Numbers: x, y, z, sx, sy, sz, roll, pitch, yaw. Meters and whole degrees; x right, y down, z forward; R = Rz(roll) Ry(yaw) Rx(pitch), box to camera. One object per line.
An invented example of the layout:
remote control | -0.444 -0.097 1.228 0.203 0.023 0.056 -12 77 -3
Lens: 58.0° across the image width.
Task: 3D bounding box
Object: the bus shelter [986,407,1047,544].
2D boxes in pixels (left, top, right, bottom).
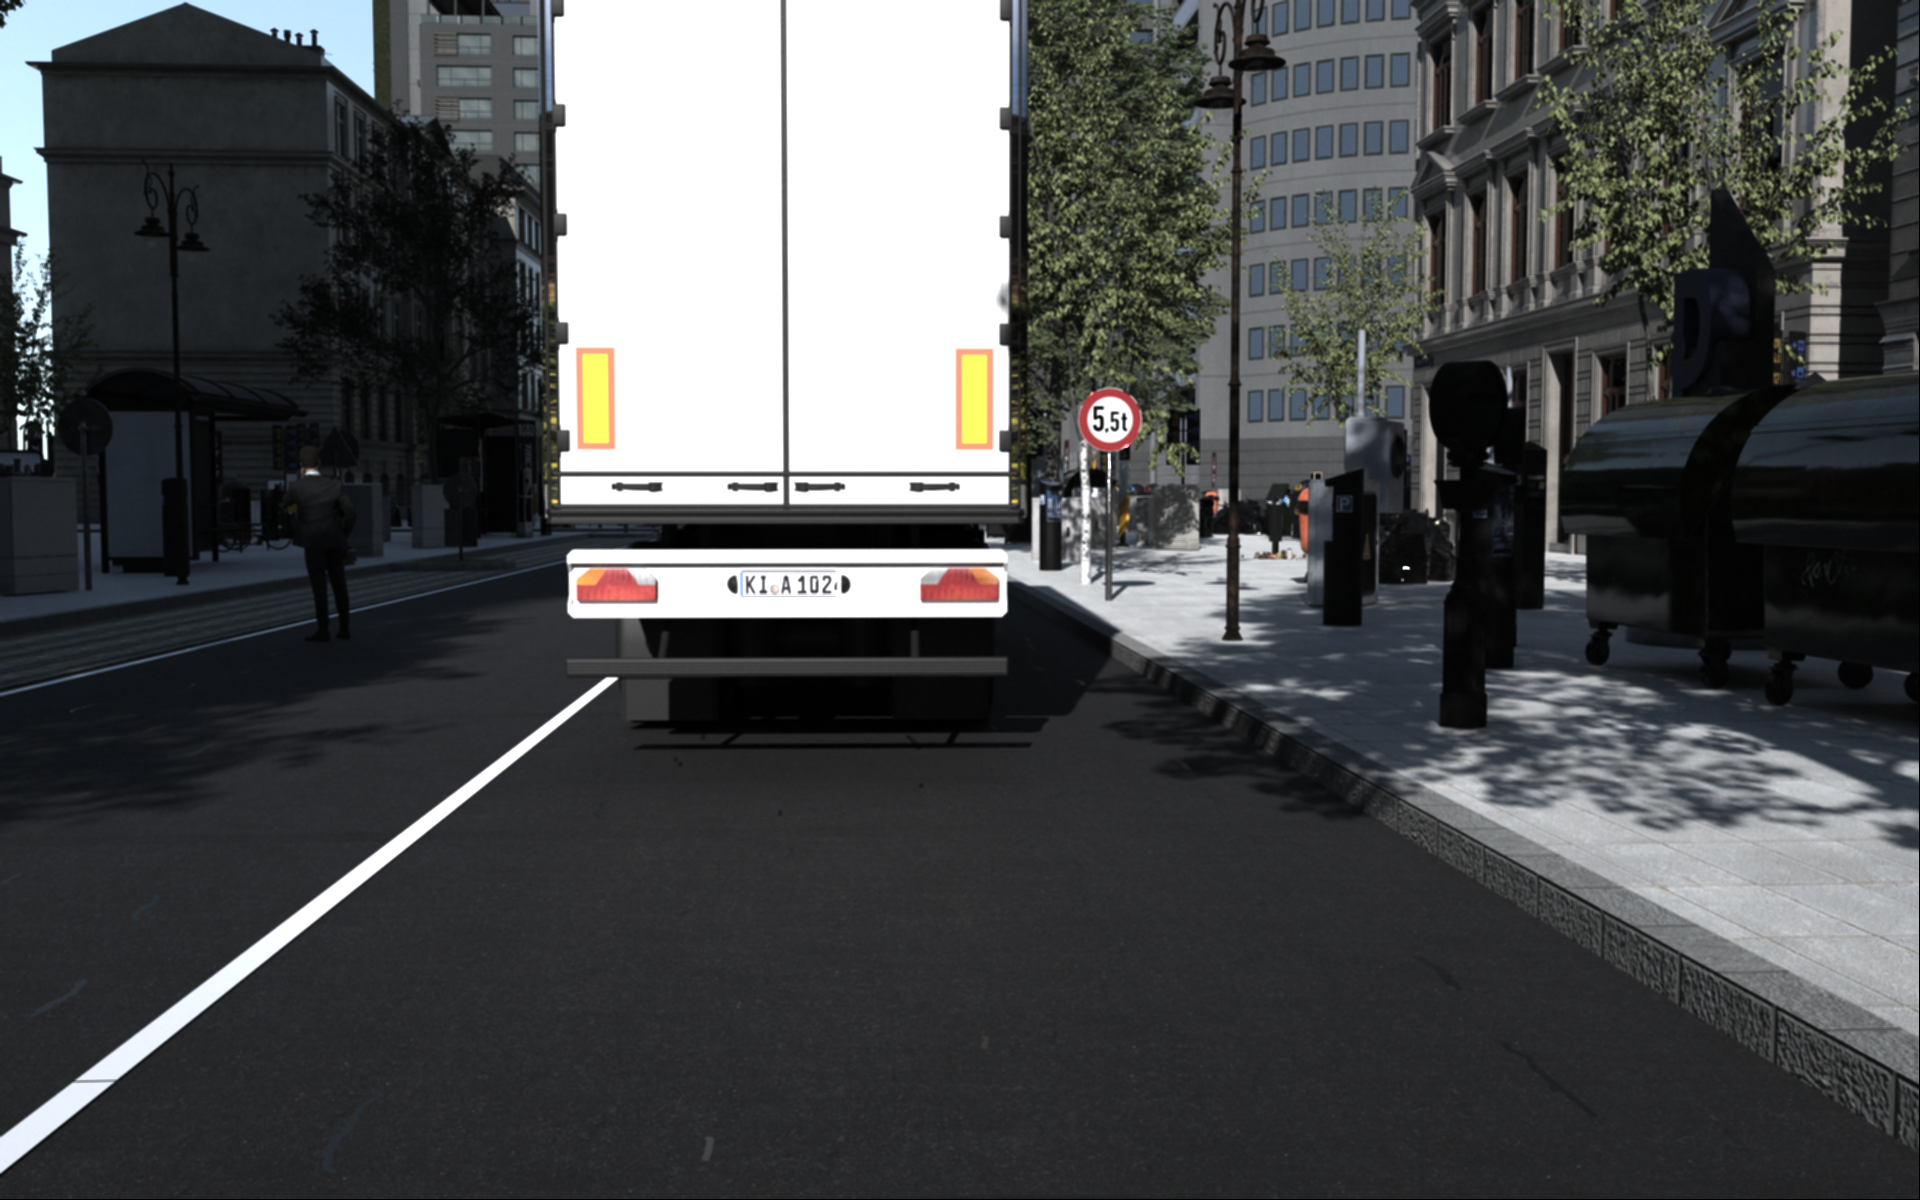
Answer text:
bus shelter | 1.464 -3.445 47.607 1.731 3.624 6.357 0 4 -4

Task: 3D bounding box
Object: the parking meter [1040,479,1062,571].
parking meter | 1.526 -1.268 29.135 0.372 1.533 0.369 0 3 0

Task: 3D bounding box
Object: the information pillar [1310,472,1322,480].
information pillar | 11.995 -3.298 58.413 0.304 2.012 0.304 -1 4 -17

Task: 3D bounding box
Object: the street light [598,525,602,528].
street light | -13.676 -5.678 65.615 0.468 5.910 1.993 0 4 -4

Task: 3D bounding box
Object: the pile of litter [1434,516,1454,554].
pile of litter | 9.483 -1.199 33.566 1.176 0.858 1.719 0 4 2

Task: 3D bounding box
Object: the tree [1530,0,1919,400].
tree | 8.573 -4.295 20.579 4.737 8.622 4.395 0 3 0

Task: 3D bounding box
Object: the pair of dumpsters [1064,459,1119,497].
pair of dumpsters | 3.447 -2.839 48.916 1.574 2.255 4.437 0 4 -3

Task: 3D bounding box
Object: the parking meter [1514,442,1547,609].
parking meter | 6.350 -0.834 19.345 0.255 1.863 0.399 0 4 -6

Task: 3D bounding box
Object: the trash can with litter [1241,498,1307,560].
trash can with litter | 6.494 -1.450 34.767 1.678 1.210 2.233 1 4 18

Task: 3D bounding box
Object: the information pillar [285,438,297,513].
information pillar | -27.432 -4.868 70.950 0.504 3.616 0.183 0 4 6

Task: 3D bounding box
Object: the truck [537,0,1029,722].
truck | -1.069 -1.548 14.218 2.839 4.237 11.283 0 4 -2

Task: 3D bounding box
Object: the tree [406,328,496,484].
tree | -22.879 -7.767 77.355 4.737 8.622 4.395 0 3 0

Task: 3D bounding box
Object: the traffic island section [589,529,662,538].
traffic island section | -11.115 -2.155 57.514 2.009 0.180 2.903 0 4 -4

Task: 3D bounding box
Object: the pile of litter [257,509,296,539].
pile of litter | -19.370 -2.205 50.024 1.719 0.858 1.176 1 4 13

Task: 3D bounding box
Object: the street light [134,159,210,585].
street light | -11.024 -3.156 24.382 0.468 5.910 1.993 0 4 -4

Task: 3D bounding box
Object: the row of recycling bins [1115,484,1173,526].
row of recycling bins | 7.310 -3.788 69.050 3.534 1.692 1.069 3 5 41

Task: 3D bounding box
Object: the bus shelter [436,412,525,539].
bus shelter | -14.420 -3.744 52.489 1.731 3.624 6.357 0 4 -3

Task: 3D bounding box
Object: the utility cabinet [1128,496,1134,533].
utility cabinet | 5.994 -2.797 56.894 1.020 1.237 0.306 3 5 44

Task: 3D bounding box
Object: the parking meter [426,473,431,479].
parking meter | -14.833 -2.625 48.635 0.255 1.863 0.399 -1 4 -9

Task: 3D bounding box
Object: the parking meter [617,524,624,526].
parking meter | -13.718 -3.942 70.170 0.399 1.863 0.255 1 4 8

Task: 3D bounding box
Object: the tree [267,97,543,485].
tree | -13.072 -6.576 41.931 8.767 10.594 7.601 3 5 40

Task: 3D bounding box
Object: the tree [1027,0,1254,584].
tree | 1.893 -4.518 24.233 4.737 8.622 4.395 0 3 0

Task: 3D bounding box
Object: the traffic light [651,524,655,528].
traffic light | -11.587 -4.675 65.350 0.839 4.253 0.868 0 4 -4

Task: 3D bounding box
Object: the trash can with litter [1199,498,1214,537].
trash can with litter | 7.199 -2.441 51.297 0.624 1.170 1.055 0 4 5

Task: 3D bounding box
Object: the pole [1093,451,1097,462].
pole | 6.371 -5.390 81.963 0.158 3.312 0.155 0 3 0

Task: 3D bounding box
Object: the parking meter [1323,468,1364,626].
parking meter | 3.754 -0.523 16.959 0.372 1.533 0.369 0 3 0

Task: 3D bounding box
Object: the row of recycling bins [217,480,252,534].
row of recycling bins | -22.417 -2.792 52.770 1.069 1.692 3.534 -2 4 -33

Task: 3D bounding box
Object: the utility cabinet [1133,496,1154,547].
utility cabinet | 4.586 -1.937 42.831 0.306 1.237 1.020 1 4 16

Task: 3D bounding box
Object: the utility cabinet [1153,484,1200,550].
utility cabinet | 4.947 -1.896 39.673 0.318 1.500 1.173 -3 4 -39

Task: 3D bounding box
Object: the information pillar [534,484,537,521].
information pillar | -20.419 -5.605 82.988 0.183 3.616 0.504 -2 4 -31

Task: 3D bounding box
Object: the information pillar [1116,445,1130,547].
information pillar | 4.009 -3.114 42.269 0.183 3.616 0.504 -1 4 -18

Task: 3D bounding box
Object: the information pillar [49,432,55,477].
information pillar | -34.245 -4.528 65.382 0.183 3.616 0.504 -1 4 -18

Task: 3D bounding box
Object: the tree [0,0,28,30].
tree | -10.859 -5.338 13.030 9.928 11.665 9.643 0 3 0

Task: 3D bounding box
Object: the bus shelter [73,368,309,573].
bus shelter | -13.356 -2.243 30.592 2.014 3.302 5.546 0 4 -4

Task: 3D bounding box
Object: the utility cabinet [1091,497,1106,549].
utility cabinet | 2.978 -1.796 40.526 1.020 1.237 0.306 -3 5 -43

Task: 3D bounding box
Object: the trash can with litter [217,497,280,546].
trash can with litter | -18.134 -1.976 43.359 2.233 1.210 1.678 1 4 18

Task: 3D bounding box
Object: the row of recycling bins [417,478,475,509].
row of recycling bins | -13.326 -2.296 44.646 1.069 1.692 3.534 -2 4 -29

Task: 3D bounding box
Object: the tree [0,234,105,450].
tree | -27.005 -6.091 49.950 4.737 8.622 4.395 0 3 0

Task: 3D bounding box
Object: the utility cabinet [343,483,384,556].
utility cabinet | -12.365 -1.637 35.451 1.173 1.500 0.318 2 4 27

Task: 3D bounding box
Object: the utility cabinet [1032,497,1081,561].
utility cabinet | 1.897 -1.365 33.477 1.020 1.237 0.306 0 4 3

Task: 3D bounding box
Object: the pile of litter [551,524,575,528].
pile of litter | -15.179 -3.161 65.643 1.176 0.858 1.719 -1 4 -12

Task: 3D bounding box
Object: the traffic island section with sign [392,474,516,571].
traffic island section with sign | -9.535 -1.482 32.864 1.989 1.847 2.006 0 4 -4

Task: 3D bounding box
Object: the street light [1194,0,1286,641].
street light | 2.394 -2.585 15.046 0.468 5.910 1.993 0 4 -4

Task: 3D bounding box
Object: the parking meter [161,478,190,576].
parking meter | -12.266 -1.142 27.086 0.372 1.533 0.369 0 3 0

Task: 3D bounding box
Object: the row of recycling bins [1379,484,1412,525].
row of recycling bins | 18.260 -3.807 69.361 3.534 1.692 1.069 0 4 -6

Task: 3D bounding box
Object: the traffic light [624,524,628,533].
traffic light | -11.074 -4.187 57.382 0.839 4.253 0.868 0 4 -4

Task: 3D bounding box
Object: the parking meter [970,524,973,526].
parking meter | 0.337 -2.933 56.365 0.372 1.533 0.369 0 3 0

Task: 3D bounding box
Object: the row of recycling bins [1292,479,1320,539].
row of recycling bins | 10.029 -2.543 48.690 1.069 1.692 3.534 0 4 3

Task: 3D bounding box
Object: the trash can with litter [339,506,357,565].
trash can with litter | -11.253 -1.200 31.014 0.624 1.170 1.055 0 4 2

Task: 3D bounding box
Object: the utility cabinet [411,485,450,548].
utility cabinet | -12.605 -1.990 41.218 0.318 1.500 1.173 1 4 15

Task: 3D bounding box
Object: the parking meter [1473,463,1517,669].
parking meter | 3.927 -0.271 12.850 0.372 1.533 0.369 0 3 0

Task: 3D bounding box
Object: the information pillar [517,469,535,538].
information pillar | -12.744 -2.830 50.764 0.304 2.012 0.304 3 4 36

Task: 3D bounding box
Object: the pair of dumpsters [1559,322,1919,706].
pair of dumpsters | 5.434 -0.515 10.913 1.574 2.255 4.437 0 4 -4

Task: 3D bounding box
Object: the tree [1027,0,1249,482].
tree | 2.275 -7.176 35.459 7.486 12.596 7.792 0 3 0

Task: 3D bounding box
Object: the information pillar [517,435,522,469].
information pillar | -16.450 -4.505 65.007 0.504 3.616 0.183 -3 5 -40

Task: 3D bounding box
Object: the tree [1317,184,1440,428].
tree | 9.290 -5.518 40.586 4.737 8.622 4.395 0 3 0
